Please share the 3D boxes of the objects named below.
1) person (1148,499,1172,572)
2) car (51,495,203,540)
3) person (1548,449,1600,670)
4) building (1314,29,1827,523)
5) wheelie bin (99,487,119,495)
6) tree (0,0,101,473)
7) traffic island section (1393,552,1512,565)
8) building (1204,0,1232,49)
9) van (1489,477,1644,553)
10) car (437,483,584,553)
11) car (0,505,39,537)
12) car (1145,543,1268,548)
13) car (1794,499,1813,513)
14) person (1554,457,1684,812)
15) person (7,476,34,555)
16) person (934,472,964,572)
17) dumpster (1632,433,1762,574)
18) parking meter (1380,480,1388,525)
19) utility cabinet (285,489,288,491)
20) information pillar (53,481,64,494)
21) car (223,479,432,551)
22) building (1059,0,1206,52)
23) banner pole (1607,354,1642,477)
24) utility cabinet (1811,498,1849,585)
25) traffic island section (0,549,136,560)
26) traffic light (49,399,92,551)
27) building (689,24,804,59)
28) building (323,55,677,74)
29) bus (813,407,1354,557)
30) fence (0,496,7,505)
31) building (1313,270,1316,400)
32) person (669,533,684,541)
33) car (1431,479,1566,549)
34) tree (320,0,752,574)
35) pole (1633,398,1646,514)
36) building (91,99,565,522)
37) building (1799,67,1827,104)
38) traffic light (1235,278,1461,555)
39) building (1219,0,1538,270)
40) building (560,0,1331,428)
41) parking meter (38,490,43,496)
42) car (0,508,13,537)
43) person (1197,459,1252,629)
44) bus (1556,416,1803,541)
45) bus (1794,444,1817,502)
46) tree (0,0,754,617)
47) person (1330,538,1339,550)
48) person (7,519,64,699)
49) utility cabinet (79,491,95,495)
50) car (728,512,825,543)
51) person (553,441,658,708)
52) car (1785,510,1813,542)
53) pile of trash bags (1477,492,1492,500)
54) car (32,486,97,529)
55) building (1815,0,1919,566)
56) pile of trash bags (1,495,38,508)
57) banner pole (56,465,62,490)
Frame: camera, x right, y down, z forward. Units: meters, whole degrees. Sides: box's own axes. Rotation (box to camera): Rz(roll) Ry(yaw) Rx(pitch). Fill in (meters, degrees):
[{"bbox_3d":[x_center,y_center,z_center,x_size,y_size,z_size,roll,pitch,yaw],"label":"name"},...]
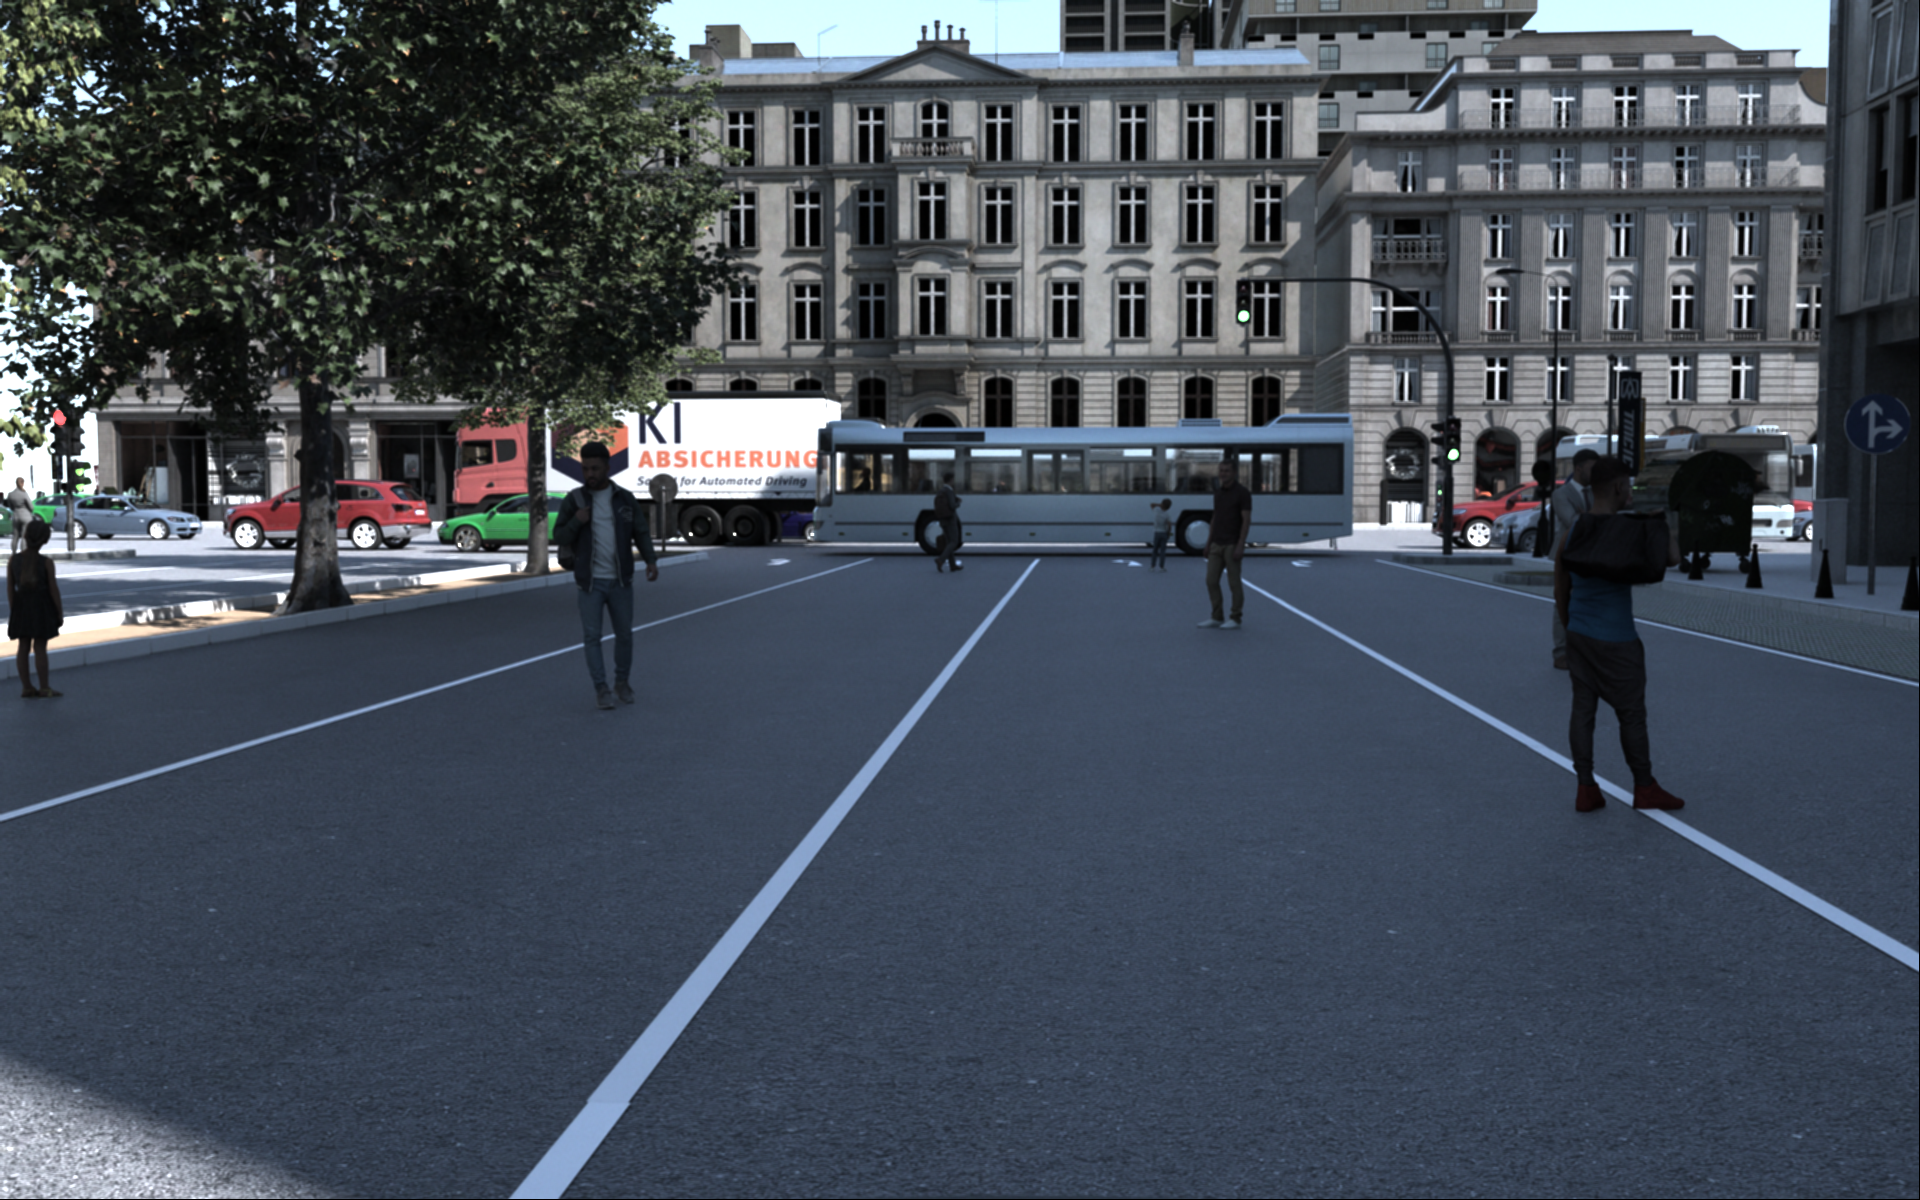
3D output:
[{"bbox_3d":[3.704,-1.204,32.098,0.435,1.345,0.340,1,4,9],"label":"person"},{"bbox_3d":[-26.382,-2.626,54.935,4.499,1.417,2.014,0,4,6],"label":"car"},{"bbox_3d":[5.115,-0.336,14.173,0.511,1.800,0.466,-3,4,-39],"label":"person"},{"bbox_3d":[28.913,-14.582,80.209,24.055,21.916,13.314,0,4,4],"label":"building"},{"bbox_3d":[-38.176,-4.270,77.718,0.693,1.594,0.980,1,4,18],"label":"wheelie bin"},{"bbox_3d":[-8.554,-3.691,13.162,4.737,8.622,4.395,0,3,0],"label":"tree"},{"bbox_3d":[10.293,-0.872,36.533,2.009,0.180,2.903,0,4,4],"label":"traffic island section"},{"bbox_3d":[45.112,-49.086,240.799,20.611,71.187,20.563,0,4,4],"label":"building"},{"bbox_3d":[14.518,-2.043,40.422,4.112,2.044,2.013,0,4,5],"label":"van"},{"bbox_3d":[-10.531,-2.079,42.795,4.718,1.807,1.959,0,4,6],"label":"car"},{"bbox_3d":[-32.772,-2.762,56.959,4.920,1.459,2.131,0,4,6],"label":"car"},{"bbox_3d":[6.610,-2.320,46.734,4.718,1.807,1.959,0,4,5],"label":"car"},{"bbox_3d":[28.080,-3.255,61.891,5.304,1.827,2.281,0,4,5],"label":"car"},{"bbox_3d":[2.973,0.159,7.772,0.662,1.594,0.647,-3,5,-41],"label":"person"},{"bbox_3d":[-19.242,-1.638,35.557,0.520,1.790,0.573,-1,4,-11],"label":"person"},{"bbox_3d":[-0.241,-1.435,31.928,0.822,1.834,0.622,-3,5,-42],"label":"person"},{"bbox_3d":[12.197,-1.603,28.704,1.502,2.255,1.985,0,4,4],"label":"dumpster"},{"bbox_3d":[17.441,-4.012,71.302,0.255,1.863,0.399,0,4,4],"label":"parking meter"},{"bbox_3d":[-29.674,-4.222,77.700,1.173,1.500,0.318,1,4,14],"label":"utility cabinet"},{"bbox_3d":[-51.493,-5.767,98.790,0.304,2.012,0.304,2,4,31],"label":"information pillar"},{"bbox_3d":[-16.468,-2.221,44.982,5.304,1.827,2.281,0,4,6],"label":"car"},{"bbox_3d":[24.312,-49.229,243.141,20.611,71.187,20.563,0,4,4],"label":"building"},{"bbox_3d":[11.846,-2.510,31.062,0.863,3.779,0.401,-1,4,-14],"label":"banner pole"},{"bbox_3d":[12.532,-0.846,24.988,0.306,1.237,1.020,1,4,16],"label":"utility cabinet"},{"bbox_3d":[-19.914,-1.009,38.784,2.009,0.180,2.903,0,4,4],"label":"traffic island section"},{"bbox_3d":[-19.875,-3.041,38.647,0.839,4.253,0.868,0,4,4],"label":"traffic light"},{"bbox_3d":[-26.137,-34.306,184.612,21.600,48.544,21.300,0,4,4],"label":"building"},{"bbox_3d":[-33.720,-27.915,148.297,32.217,40.220,23.993,0,4,4],"label":"building"},{"bbox_3d":[2.390,-2.815,40.885,13.247,3.499,2.948,0,4,4],"label":"bus"},{"bbox_3d":[-63.146,-6.277,113.832,0.480,1.192,2.264,-2,4,-35],"label":"fence"},{"bbox_3d":[38.498,-18.481,147.211,27.650,21.520,28.899,0,4,4],"label":"building"},{"bbox_3d":[-8.655,-2.724,53.164,0.598,1.807,0.434,3,4,37],"label":"person"},{"bbox_3d":[15.196,-2.268,45.748,5.304,1.827,2.281,0,4,5],"label":"car"},{"bbox_3d":[-7.677,-6.768,31.240,7.486,12.596,7.792,0,3,0],"label":"tree"},{"bbox_3d":[14.413,-2.625,36.754,0.158,3.312,0.155,0,3,0],"label":"pole"},{"bbox_3d":[-38.343,-14.254,83.962,40.483,20.767,10.553,0,4,4],"label":"building"},{"bbox_3d":[78.944,-32.392,179.712,14.200,45.320,14.600,0,4,4],"label":"building"},{"bbox_3d":[8.162,-3.778,36.436,4.771,5.953,1.251,0,4,4],"label":"traffic light"},{"bbox_3d":[41.413,-35.798,174.543,28.713,52.752,27.495,0,4,4],"label":"building"},{"bbox_3d":[-0.714,-16.129,82.797,34.723,24.649,14.460,0,4,4],"label":"building"},{"bbox_3d":[-62.177,-6.659,117.284,0.372,1.533,0.369,0,3,0],"label":"parking meter"},{"bbox_3d":[-29.076,-2.239,48.411,4.920,1.459,2.131,0,4,5],"label":"car"},{"bbox_3d":[2.819,-0.602,18.467,0.434,1.807,0.598,-1,4,-22],"label":"person"},{"bbox_3d":[19.941,-3.311,48.991,2.948,3.499,13.247,0,4,3],"label":"bus"},{"bbox_3d":[37.985,-4.228,63.994,13.247,3.499,2.948,0,4,6],"label":"bus"},{"bbox_3d":[-7.584,-6.164,20.247,9.611,12.733,9.660,0,3,0],"label":"tree"},{"bbox_3d":[9.627,-2.015,44.682,0.726,1.434,0.776,1,4,21],"label":"person"},{"bbox_3d":[-6.498,0.061,12.166,0.362,1.253,0.373,0,4,5],"label":"person"},{"bbox_3d":[-62.180,-7.026,123.556,1.173,1.500,0.318,-2,4,-24],"label":"utility cabinet"},{"bbox_3d":[-5.398,-2.372,51.364,3.894,1.354,1.945,0,4,3],"label":"car"},{"bbox_3d":[-2.406,-0.173,11.672,0.623,1.781,0.721,-2,4,-32],"label":"person"},{"bbox_3d":[27.062,-2.475,52.475,4.499,1.417,2.014,0,4,3],"label":"car"},{"bbox_3d":[23.592,-3.882,73.217,3.447,1.369,1.912,2,4,32],"label":"pile of trash bags"},{"bbox_3d":[-33.576,-3.514,66.249,4.718,1.807,1.959,0,4,2],"label":"car"},{"bbox_3d":[20.916,-12.397,20.715,12.078,24.808,19.932,0,4,4],"label":"building"},{"bbox_3d":[-51.607,-5.221,95.110,1.912,1.369,3.447,-3,5,-44],"label":"pile of trash bags"},{"bbox_3d":[-69.147,-8.741,132.927,0.401,3.779,0.863,0,4,3],"label":"banner pole"}]
